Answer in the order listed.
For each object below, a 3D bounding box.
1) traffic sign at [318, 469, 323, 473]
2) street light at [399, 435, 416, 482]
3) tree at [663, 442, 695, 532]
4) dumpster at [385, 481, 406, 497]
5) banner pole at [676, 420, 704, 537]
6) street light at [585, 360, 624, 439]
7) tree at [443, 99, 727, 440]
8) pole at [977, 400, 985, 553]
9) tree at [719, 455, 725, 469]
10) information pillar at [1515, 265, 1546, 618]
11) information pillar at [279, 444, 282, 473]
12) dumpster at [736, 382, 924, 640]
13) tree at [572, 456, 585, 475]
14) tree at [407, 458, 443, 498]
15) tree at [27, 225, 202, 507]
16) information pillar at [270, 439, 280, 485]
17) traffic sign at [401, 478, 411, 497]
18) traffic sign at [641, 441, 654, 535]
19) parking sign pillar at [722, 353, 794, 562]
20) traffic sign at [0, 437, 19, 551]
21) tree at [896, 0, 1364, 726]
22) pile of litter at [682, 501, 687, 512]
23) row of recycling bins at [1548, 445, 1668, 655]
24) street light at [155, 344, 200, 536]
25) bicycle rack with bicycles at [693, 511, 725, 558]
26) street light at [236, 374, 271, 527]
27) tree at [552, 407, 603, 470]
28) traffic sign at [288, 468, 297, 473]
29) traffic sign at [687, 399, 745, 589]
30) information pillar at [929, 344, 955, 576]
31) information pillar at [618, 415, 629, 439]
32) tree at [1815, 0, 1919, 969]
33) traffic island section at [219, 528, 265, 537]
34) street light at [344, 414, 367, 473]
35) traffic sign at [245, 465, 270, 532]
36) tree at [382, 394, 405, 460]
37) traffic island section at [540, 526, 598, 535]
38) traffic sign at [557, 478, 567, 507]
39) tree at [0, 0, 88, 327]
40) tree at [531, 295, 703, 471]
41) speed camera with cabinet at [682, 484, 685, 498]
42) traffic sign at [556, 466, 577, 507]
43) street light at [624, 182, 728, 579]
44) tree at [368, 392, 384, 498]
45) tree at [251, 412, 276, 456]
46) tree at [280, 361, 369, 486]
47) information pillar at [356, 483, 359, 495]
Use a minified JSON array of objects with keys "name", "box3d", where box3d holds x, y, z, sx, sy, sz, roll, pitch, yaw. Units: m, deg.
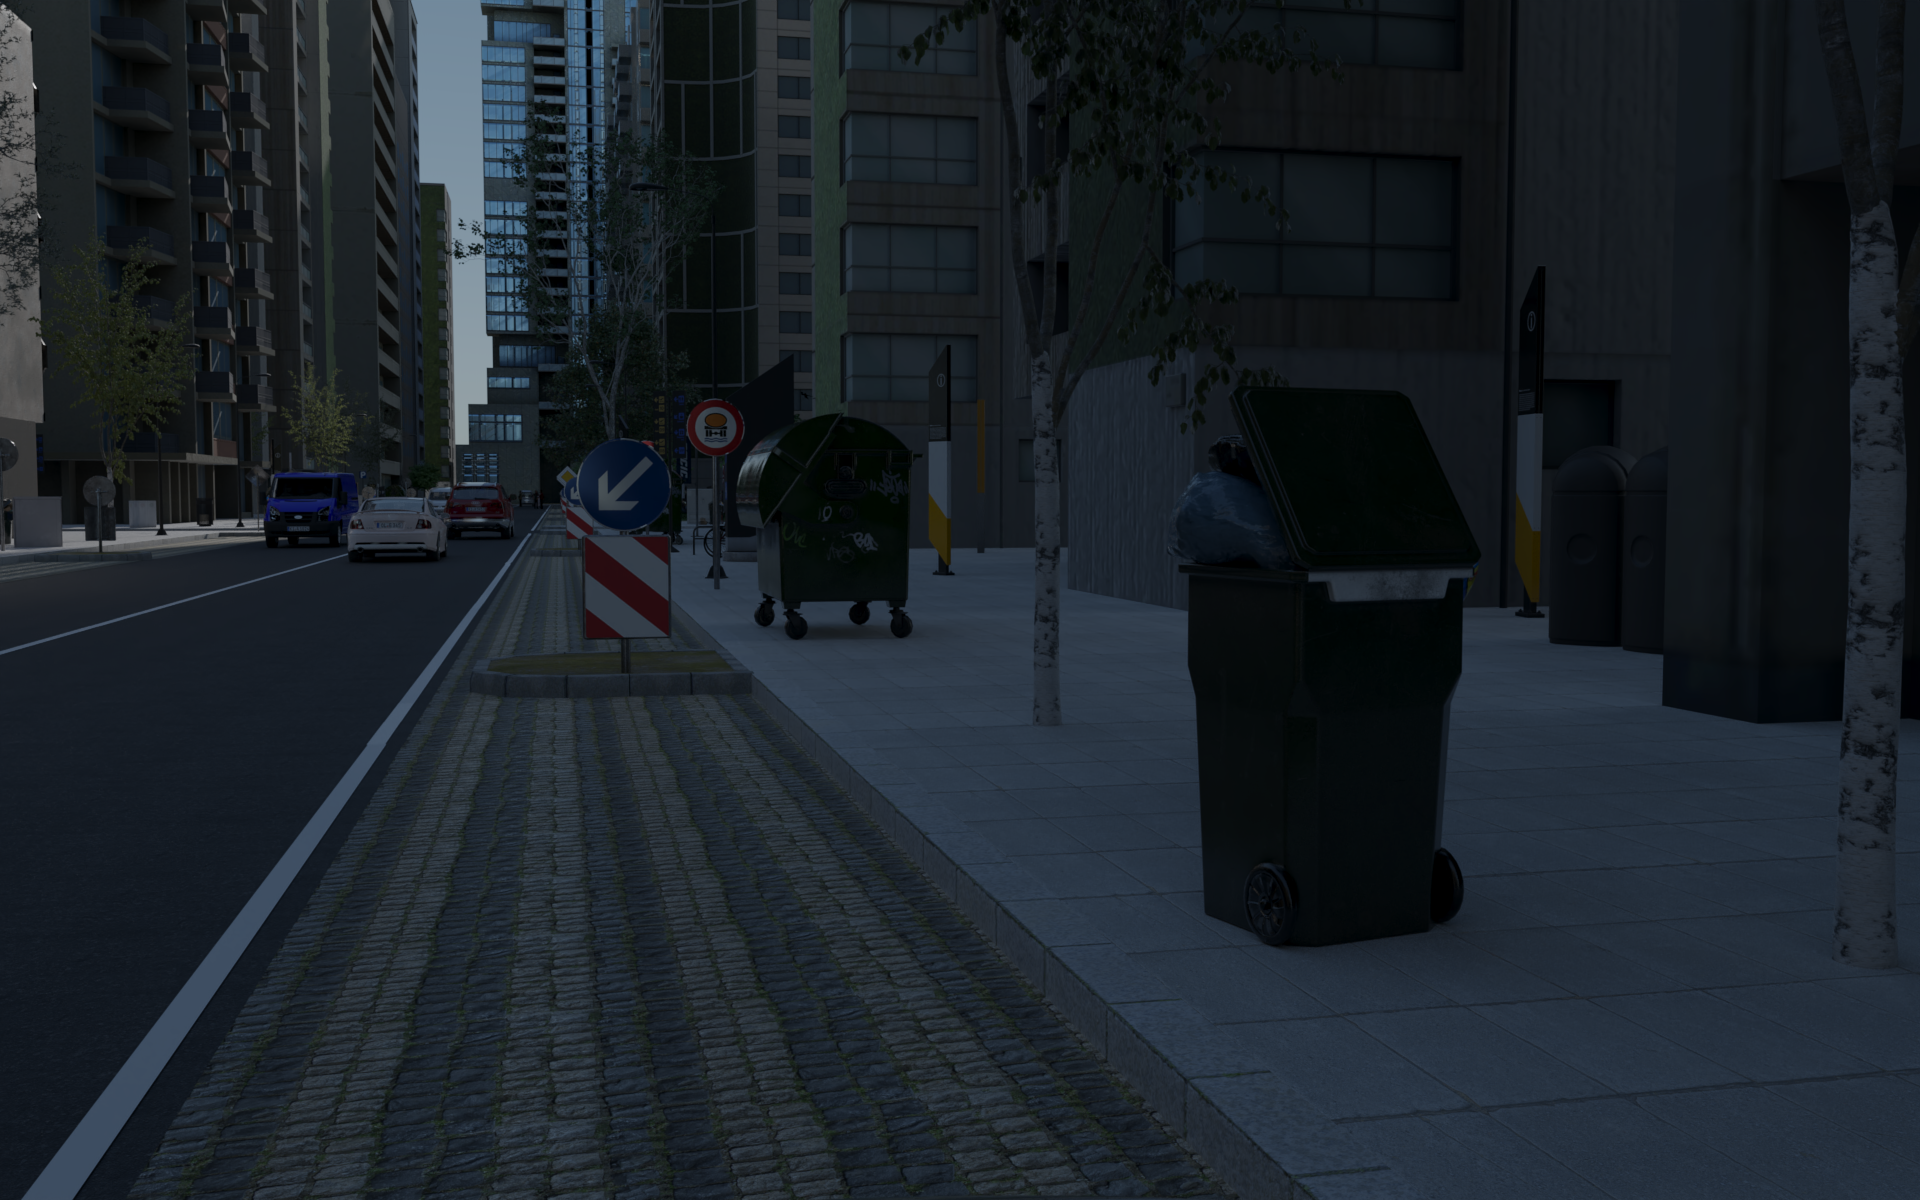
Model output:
[{"name":"traffic sign","box3d":[-33.125,-5.488,89.727,0.884,2.594,0.081,0,4,-5]},{"name":"street light","box3d":[-43.159,-9.957,135.329,1.470,5.913,1.316,-1,4,-13]},{"name":"tree","box3d":[-9.995,-3.925,58.767,1.663,3.219,1.824,0,3,0]},{"name":"dumpster","box3d":[-43.044,-7.914,131.880,1.502,2.255,1.985,-1,4,-13]},{"name":"banner pole","box3d":[-8.102,-3.779,51.799,0.863,3.779,0.401,-2,4,-24]},{"name":"street light","box3d":[-12.185,-5.373,60.384,1.470,5.913,1.316,-1,4,-13]},{"name":"tree","box3d":[-18.072,-13.978,84.423,12.611,20.169,13.585,0,3,0]},{"name":"pole","box3d":[0.457,-2.672,37.529,0.158,3.312,0.155,0,3,0]},{"name":"tree","box3d":[-6.160,-4.409,55.798,4.285,4.588,4.351,0,3,0]},{"name":"information pillar","box3d":[5.944,-1.633,18.055,0.183,3.616,0.504,0,4,-3]},{"name":"information pillar","box3d":[-31.505,-5.414,79.867,0.504,3.616,0.183,-1,4,-17]},{"name":"dumpster","box3d":[-1.222,-0.828,16.030,1.502,2.255,1.985,-1,4,-13]},{"name":"tree","box3d":[-26.682,-8.662,125.345,4.285,4.588,4.351,0,3,0]},{"name":"tree","box3d":[-49.397,-10.780,159.968,4.285,4.588,4.351,0,3,0]},{"name":"tree","box3d":[-23.646,-6.005,48.545,4.737,8.622,4.395,0,3,0]},{"name":"information pillar","box3d":[-29.230,-5.036,73.693,0.183,3.616,0.504,-2,4,-28]},{"name":"traffic sign","box3d":[-43.899,-8.394,137.348,0.768,2.556,0.104,-1,4,-11]},{"name":"traffic sign","box3d":[-7.469,-2.522,41.343,0.768,2.556,0.104,-1,4,-11]},{"name":"parking sign pillar","box3d":[-3.846,-2.737,33.221,1.447,3.967,1.447,-1,4,-13]},{"name":"traffic sign","box3d":[-21.568,-2.376,38.957,0.768,2.556,0.104,0,4,-5]},{"name":"tree","box3d":[0.642,-3.599,9.208,4.360,8.622,3.978,0,3,0]},{"name":"pile of litter","box3d":[-17.060,-5.720,107.493,1.719,0.858,1.176,2,4,29]},{"name":"row of recycling bins","box3d":[6.128,-0.402,13.690,1.069,1.692,3.534,-2,4,-29]},{"name":"street light","box3d":[-24.225,-4.961,53.646,1.470,5.913,1.316,-1,4,-13]},{"name":"bicycle rack with bicycles","box3d":[-4.227,-1.383,35.988,2.925,0.926,2.852,-2,4,-25]},{"name":"street light","box3d":[-27.258,-5.765,66.802,1.470,5.913,1.316,-1,4,-13]},{"name":"tree","box3d":[-31.918,-13.196,150.172,7.601,10.594,8.767,0,4,6]},{"name":"traffic sign","box3d":[-25.817,-3.876,67.020,0.795,2.450,0.064,-1,4,-13]},{"name":"traffic sign","box3d":[-3.273,-1.415,23.248,0.768,2.556,0.104,-1,4,-11]},{"name":"information pillar","box3d":[-0.310,-2.202,27.353,0.183,3.616,0.504,-3,4,-38]},{"name":"information pillar","box3d":[-9.966,-3.670,51.362,0.183,3.616,0.504,-3,5,-40]},{"name":"tree","box3d":[2.569,-3.297,4.272,4.360,8.622,3.978,0,3,0]},{"name":"traffic island section","box3d":[-24.035,-2.264,59.297,2.009,0.180,2.903,-1,4,-13]},{"name":"street light","box3d":[-35.210,-7.844,100.788,1.470,5.913,1.316,-1,4,-13]},{"name":"traffic sign","box3d":[-24.014,-3.401,59.241,0.795,2.450,0.064,-1,4,-13]},{"name":"tree","box3d":[-42.400,-10.696,125.237,4.360,8.622,3.978,0,3,0]},{"name":"traffic island section","box3d":[-13.910,-2.407,61.630,2.009,0.180,2.903,-1,4,-13]},{"name":"traffic sign","box3d":[-15.734,-4.017,69.327,0.795,2.450,0.064,-1,4,-13]},{"name":"tree","box3d":[-20.117,-7.232,28.621,12.009,13.543,11.850,0,3,0]},{"name":"tree","box3d":[-19.638,-11.169,99.619,9.611,12.733,9.660,0,3,0]},{"name":"speed camera with cabinet","box3d":[-14.702,-6.122,94.423,2.038,3.252,0.660,0,4,-1]},{"name":"traffic sign","box3d":[-13.931,-3.542,61.548,0.795,2.450,0.064,-1,4,-13]},{"name":"street light","box3d":[-4.236,-3.275,26.090,1.470,5.913,1.316,-1,4,-13]},{"name":"tree","box3d":[-38.105,-9.519,106.002,4.360,8.622,3.978,0,3,0]},{"name":"tree","box3d":[-43.703,-9.406,104.158,4.737,8.622,4.395,0,3,0]},{"name":"tree","box3d":[-35.146,-8.865,95.312,4.360,8.622,3.978,0,3,0]},{"name":"information pillar","box3d":[-39.301,-6.619,112.707,0.304,2.012,0.304,-1,4,-10]}]
